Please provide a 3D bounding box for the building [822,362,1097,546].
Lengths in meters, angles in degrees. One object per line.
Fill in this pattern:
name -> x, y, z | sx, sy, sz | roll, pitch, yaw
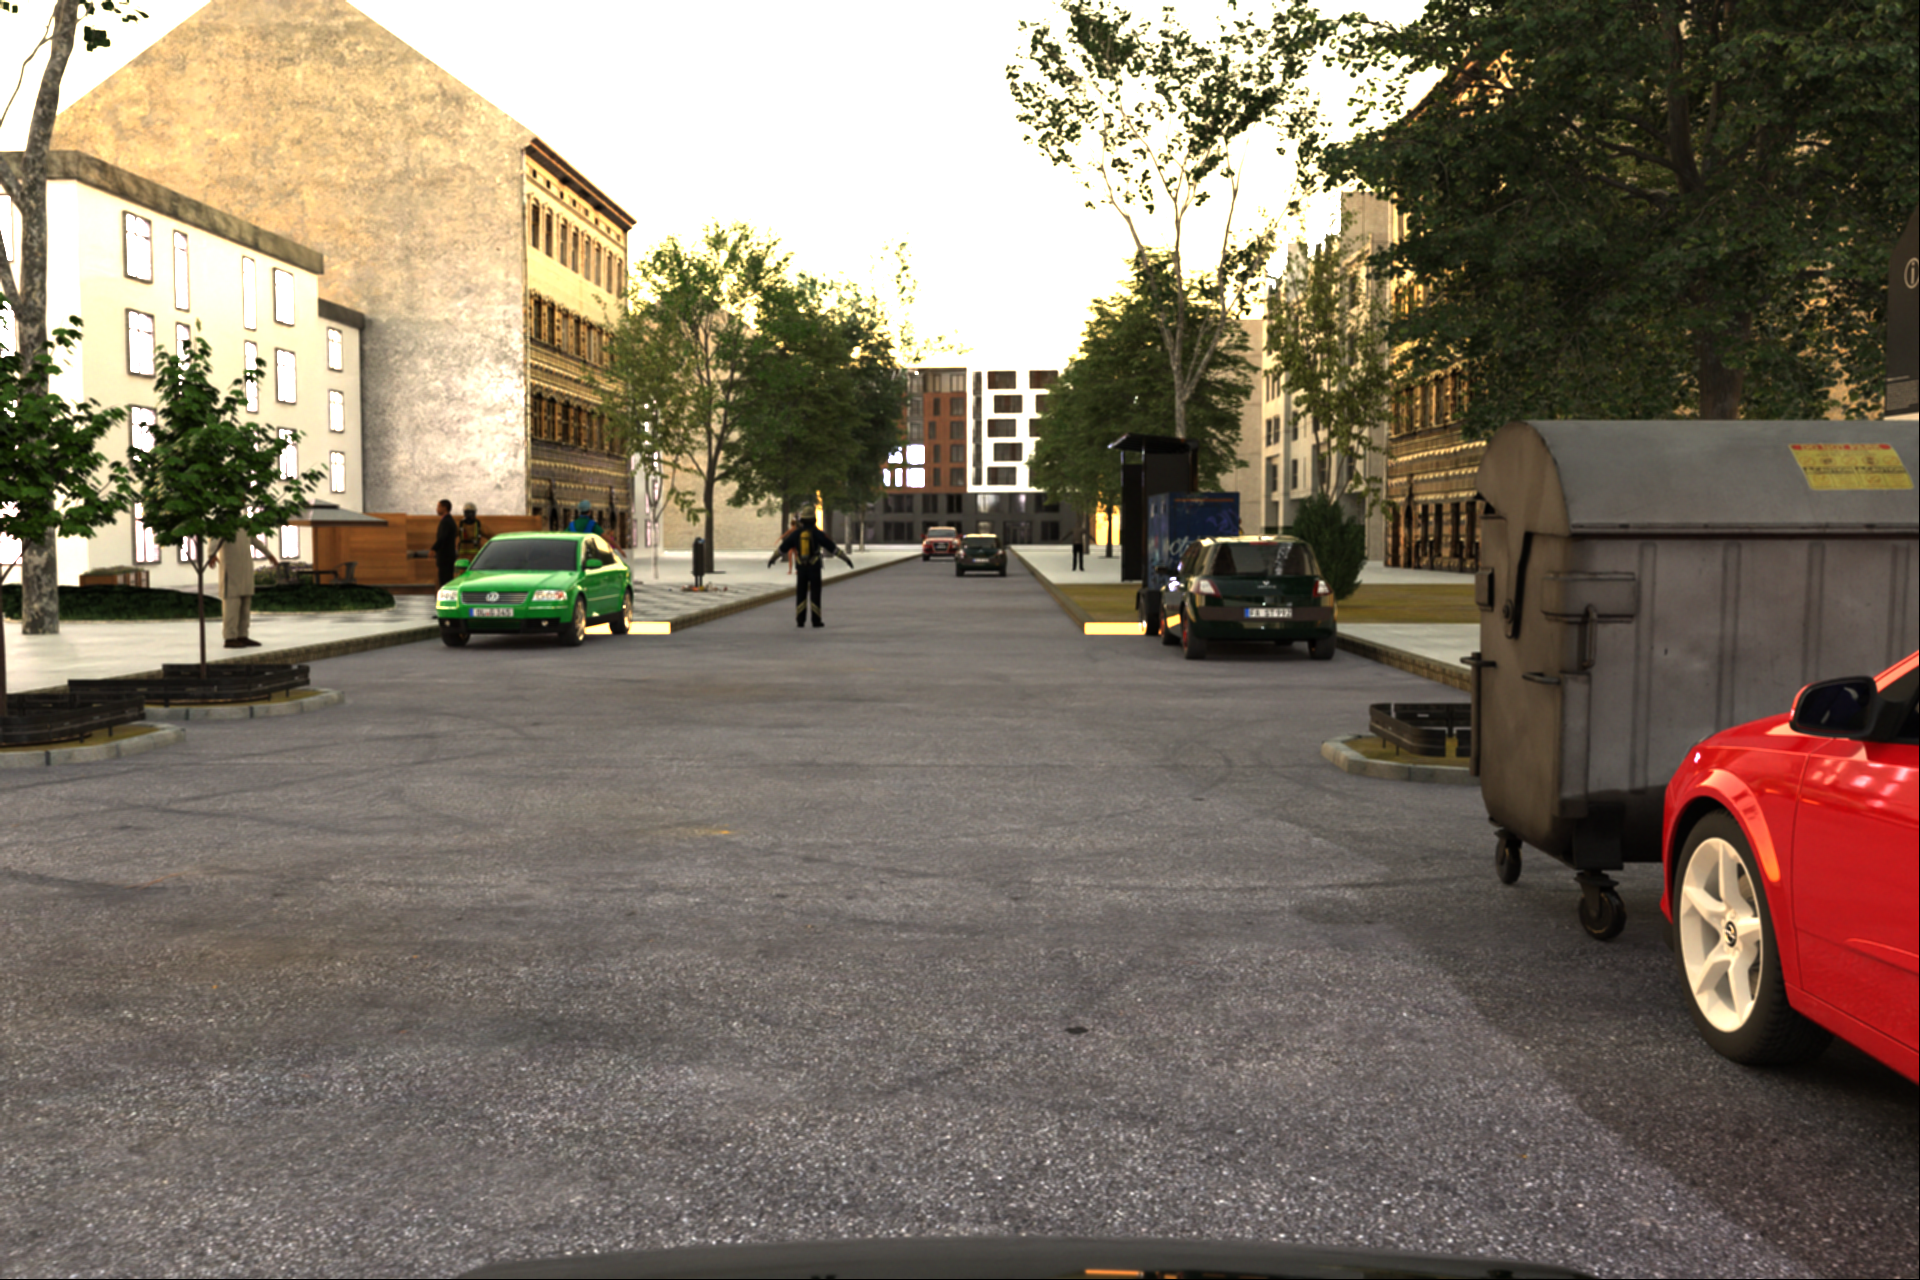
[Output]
building -> 0.616, -22.869, 220.332 | 32.646, 21.610, 27.936 | 0, 4, 8

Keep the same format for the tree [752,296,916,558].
tree -> -7.285, -11.456, 93.960 | 9.857, 13.997, 8.962 | 0, 3, 0

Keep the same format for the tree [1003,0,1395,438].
tree -> 8.203, -12.085, 53.483 | 12.611, 20.169, 13.585 | 0, 3, 0

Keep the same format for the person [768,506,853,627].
person -> -2.325, -1.130, 26.712 | 1.354, 1.856, 0.705 | 1, 4, 9

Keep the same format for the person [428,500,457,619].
person -> -7.824, -1.226, 26.270 | 0.704, 1.802, 1.346 | 0, 4, -6

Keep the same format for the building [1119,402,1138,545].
building -> 26.876, -19.686, 188.317 | 16.747, 18.905, 31.486 | 0, 4, 1

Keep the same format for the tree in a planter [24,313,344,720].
tree in a planter -> -6.255, -1.040, 14.219 | 1.991, 3.239, 1.994 | 0, 4, 1

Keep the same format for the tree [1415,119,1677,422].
tree -> 9.954, -4.867, 29.934 | 4.737, 8.622, 4.395 | 0, 3, 0

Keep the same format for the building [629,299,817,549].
building -> -23.567, -20.110, 159.719 | 19.493, 23.208, 18.063 | 0, 4, 2

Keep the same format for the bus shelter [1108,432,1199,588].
bus shelter -> 4.775, -3.172, 43.150 | 1.731, 3.624, 6.357 | 0, 4, 1

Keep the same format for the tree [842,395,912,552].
tree -> -7.063, -12.301, 126.881 | 9.928, 11.665, 9.643 | 0, 3, 0

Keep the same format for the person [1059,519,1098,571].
person -> 4.143, -3.339, 60.724 | 1.348, 1.813, 0.705 | 1, 4, 8

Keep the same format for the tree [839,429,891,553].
tree -> -6.679, -10.236, 117.716 | 4.360, 8.622, 3.978 | 0, 3, 0

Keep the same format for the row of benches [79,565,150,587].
row of benches -> -16.135, -1.078, 33.093 | 1.422, 0.672, 4.104 | -1, 4, -17

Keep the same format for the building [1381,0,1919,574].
building -> 25.657, -13.881, 57.881 | 19.493, 23.208, 18.063 | 0, 4, 1

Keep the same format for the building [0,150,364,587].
building -> -23.627, -6.727, 52.140 | 9.099, 9.664, 28.070 | 0, 4, 1

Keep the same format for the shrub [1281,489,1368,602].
shrub -> 6.312, -1.621, 30.546 | 1.661, 2.075, 1.752 | 0, 3, 0

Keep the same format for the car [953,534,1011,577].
car -> 0.746, -3.042, 59.530 | 2.009, 1.686, 4.222 | 0, 4, 2

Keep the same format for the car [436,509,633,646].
car -> -5.675, -0.899, 23.495 | 1.959, 1.807, 4.718 | 0, 4, 1

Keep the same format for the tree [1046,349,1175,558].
tree -> 8.169, -10.246, 93.279 | 9.928, 11.665, 9.643 | 0, 3, 0

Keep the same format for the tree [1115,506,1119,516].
tree -> 21.734, -16.621, 222.117 | 4.737, 8.622, 4.395 | 0, 3, 0

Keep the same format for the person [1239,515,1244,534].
person -> 8.016, -2.689, 49.937 | 0.705, 1.833, 1.349 | 3, 4, 37

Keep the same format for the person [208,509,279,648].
person -> -8.175, -0.828, 19.630 | 0.704, 1.819, 1.344 | 0, 4, 8

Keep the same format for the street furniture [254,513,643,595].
street furniture -> -13.244, -2.050, 40.380 | 11.010, 1.723, 9.812 | -1, 4, -14

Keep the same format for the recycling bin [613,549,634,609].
recycling bin -> -5.973, -1.032, 29.434 | 0.722, 1.027, 0.722 | 0, 4, 2

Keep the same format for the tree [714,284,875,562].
tree -> -7.607, -9.848, 79.143 | 7.486, 12.596, 7.792 | 0, 3, 0

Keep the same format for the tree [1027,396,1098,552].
tree -> 8.637, -12.137, 124.202 | 9.928, 11.665, 9.643 | 0, 3, 0

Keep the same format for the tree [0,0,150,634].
tree -> -13.160, -10.188, 22.456 | 12.611, 20.169, 13.585 | 0, 3, 0

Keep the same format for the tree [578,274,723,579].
tree -> -8.651, -6.027, 48.896 | 4.737, 8.622, 4.395 | 0, 3, 0

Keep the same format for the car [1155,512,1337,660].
car -> 3.440, -0.696, 21.171 | 2.009, 1.686, 4.222 | 0, 4, 1

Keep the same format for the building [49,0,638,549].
building -> -25.496, -14.925, 74.945 | 19.493, 23.208, 18.063 | 0, 4, 2

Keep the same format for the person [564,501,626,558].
person -> -5.971, -1.319, 27.697 | 1.347, 1.817, 0.704 | 1, 4, 21

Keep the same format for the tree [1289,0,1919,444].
tree -> 9.038, -6.974, 20.678 | 9.857, 13.997, 8.962 | 0, 3, 0

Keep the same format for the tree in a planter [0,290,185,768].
tree in a planter -> -6.359, -0.868, 11.418 | 1.991, 3.239, 1.994 | 0, 4, 1

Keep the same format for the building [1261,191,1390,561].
building -> 28.028, -14.161, 97.982 | 16.747, 18.905, 31.486 | 0, 4, 1

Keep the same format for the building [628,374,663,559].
building -> -21.451, -9.615, 99.348 | 9.099, 9.664, 28.070 | 0, 4, 0

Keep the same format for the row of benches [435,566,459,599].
row of benches -> -8.500, -1.118, 33.742 | 4.104, 0.672, 1.422 | 1, 4, 23

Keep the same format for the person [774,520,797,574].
person -> -5.364, -2.972, 55.395 | 1.217, 1.733, 0.721 | -2, 4, -31

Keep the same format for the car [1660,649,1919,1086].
car -> 2.942, 0.344, 3.416 | 2.155, 1.783, 4.494 | 0, 4, 1

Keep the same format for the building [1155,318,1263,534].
building -> 25.952, -17.383, 150.666 | 16.747, 18.905, 31.486 | 0, 4, 1

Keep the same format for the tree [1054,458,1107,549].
tree -> 8.552, -10.288, 118.568 | 4.360, 8.622, 3.978 | 0, 3, 0

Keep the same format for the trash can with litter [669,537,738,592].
trash can with litter -> -5.733, -1.718, 39.151 | 1.678, 1.210, 2.233 | 0, 4, 2

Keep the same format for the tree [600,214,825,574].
tree -> -8.121, -7.985, 56.305 | 9.928, 11.665, 9.643 | 0, 3, 0

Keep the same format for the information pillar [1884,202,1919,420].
information pillar -> 6.567, -1.263, 12.007 | 0.183, 3.616, 0.504 | 0, 4, 1

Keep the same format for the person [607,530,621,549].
person -> -12.136, -3.136, 60.544 | 0.599, 1.433, 0.991 | 1, 4, 19

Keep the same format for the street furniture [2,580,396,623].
street furniture -> -14.529, -0.734, 27.627 | 10.072, 0.657, 5.734 | 0, 4, -2

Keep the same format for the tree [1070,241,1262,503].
tree -> 7.982, -9.165, 67.970 | 7.486, 12.596, 7.792 | 0, 3, 0

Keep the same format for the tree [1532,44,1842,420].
tree -> 16.425, -7.513, 40.966 | 7.486, 12.596, 7.792 | 0, 3, 0

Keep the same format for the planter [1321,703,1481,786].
planter -> 3.327, 0.631, 10.826 | 1.991, 0.319, 1.994 | 0, 4, 1

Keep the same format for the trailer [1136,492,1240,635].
trailer -> 3.321, -1.128, 25.491 | 1.471, 1.999, 3.904 | 0, 4, 0

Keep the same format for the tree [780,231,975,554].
tree -> -5.836, -15.422, 108.038 | 12.611, 20.169, 13.585 | 0, 3, 0

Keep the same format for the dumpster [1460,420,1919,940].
dumpster -> 2.962, 0.100, 6.573 | 1.865, 1.857, 1.264 | 0, 4, 0

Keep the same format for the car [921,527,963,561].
car -> -0.970, -5.208, 93.828 | 2.281, 1.827, 5.304 | 0, 4, 1

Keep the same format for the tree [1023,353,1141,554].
tree -> 7.756, -11.690, 109.260 | 7.486, 12.596, 7.792 | 0, 3, 0

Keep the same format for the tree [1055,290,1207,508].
tree -> 7.800, -9.993, 81.518 | 7.486, 12.596, 7.792 | 0, 3, 0

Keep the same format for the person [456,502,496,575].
person -> -8.809, -1.553, 31.158 | 1.354, 1.858, 0.705 | -1, 4, -12

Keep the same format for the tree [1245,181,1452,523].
tree -> 7.851, -5.249, 36.176 | 4.737, 8.622, 4.395 | 0, 3, 0
